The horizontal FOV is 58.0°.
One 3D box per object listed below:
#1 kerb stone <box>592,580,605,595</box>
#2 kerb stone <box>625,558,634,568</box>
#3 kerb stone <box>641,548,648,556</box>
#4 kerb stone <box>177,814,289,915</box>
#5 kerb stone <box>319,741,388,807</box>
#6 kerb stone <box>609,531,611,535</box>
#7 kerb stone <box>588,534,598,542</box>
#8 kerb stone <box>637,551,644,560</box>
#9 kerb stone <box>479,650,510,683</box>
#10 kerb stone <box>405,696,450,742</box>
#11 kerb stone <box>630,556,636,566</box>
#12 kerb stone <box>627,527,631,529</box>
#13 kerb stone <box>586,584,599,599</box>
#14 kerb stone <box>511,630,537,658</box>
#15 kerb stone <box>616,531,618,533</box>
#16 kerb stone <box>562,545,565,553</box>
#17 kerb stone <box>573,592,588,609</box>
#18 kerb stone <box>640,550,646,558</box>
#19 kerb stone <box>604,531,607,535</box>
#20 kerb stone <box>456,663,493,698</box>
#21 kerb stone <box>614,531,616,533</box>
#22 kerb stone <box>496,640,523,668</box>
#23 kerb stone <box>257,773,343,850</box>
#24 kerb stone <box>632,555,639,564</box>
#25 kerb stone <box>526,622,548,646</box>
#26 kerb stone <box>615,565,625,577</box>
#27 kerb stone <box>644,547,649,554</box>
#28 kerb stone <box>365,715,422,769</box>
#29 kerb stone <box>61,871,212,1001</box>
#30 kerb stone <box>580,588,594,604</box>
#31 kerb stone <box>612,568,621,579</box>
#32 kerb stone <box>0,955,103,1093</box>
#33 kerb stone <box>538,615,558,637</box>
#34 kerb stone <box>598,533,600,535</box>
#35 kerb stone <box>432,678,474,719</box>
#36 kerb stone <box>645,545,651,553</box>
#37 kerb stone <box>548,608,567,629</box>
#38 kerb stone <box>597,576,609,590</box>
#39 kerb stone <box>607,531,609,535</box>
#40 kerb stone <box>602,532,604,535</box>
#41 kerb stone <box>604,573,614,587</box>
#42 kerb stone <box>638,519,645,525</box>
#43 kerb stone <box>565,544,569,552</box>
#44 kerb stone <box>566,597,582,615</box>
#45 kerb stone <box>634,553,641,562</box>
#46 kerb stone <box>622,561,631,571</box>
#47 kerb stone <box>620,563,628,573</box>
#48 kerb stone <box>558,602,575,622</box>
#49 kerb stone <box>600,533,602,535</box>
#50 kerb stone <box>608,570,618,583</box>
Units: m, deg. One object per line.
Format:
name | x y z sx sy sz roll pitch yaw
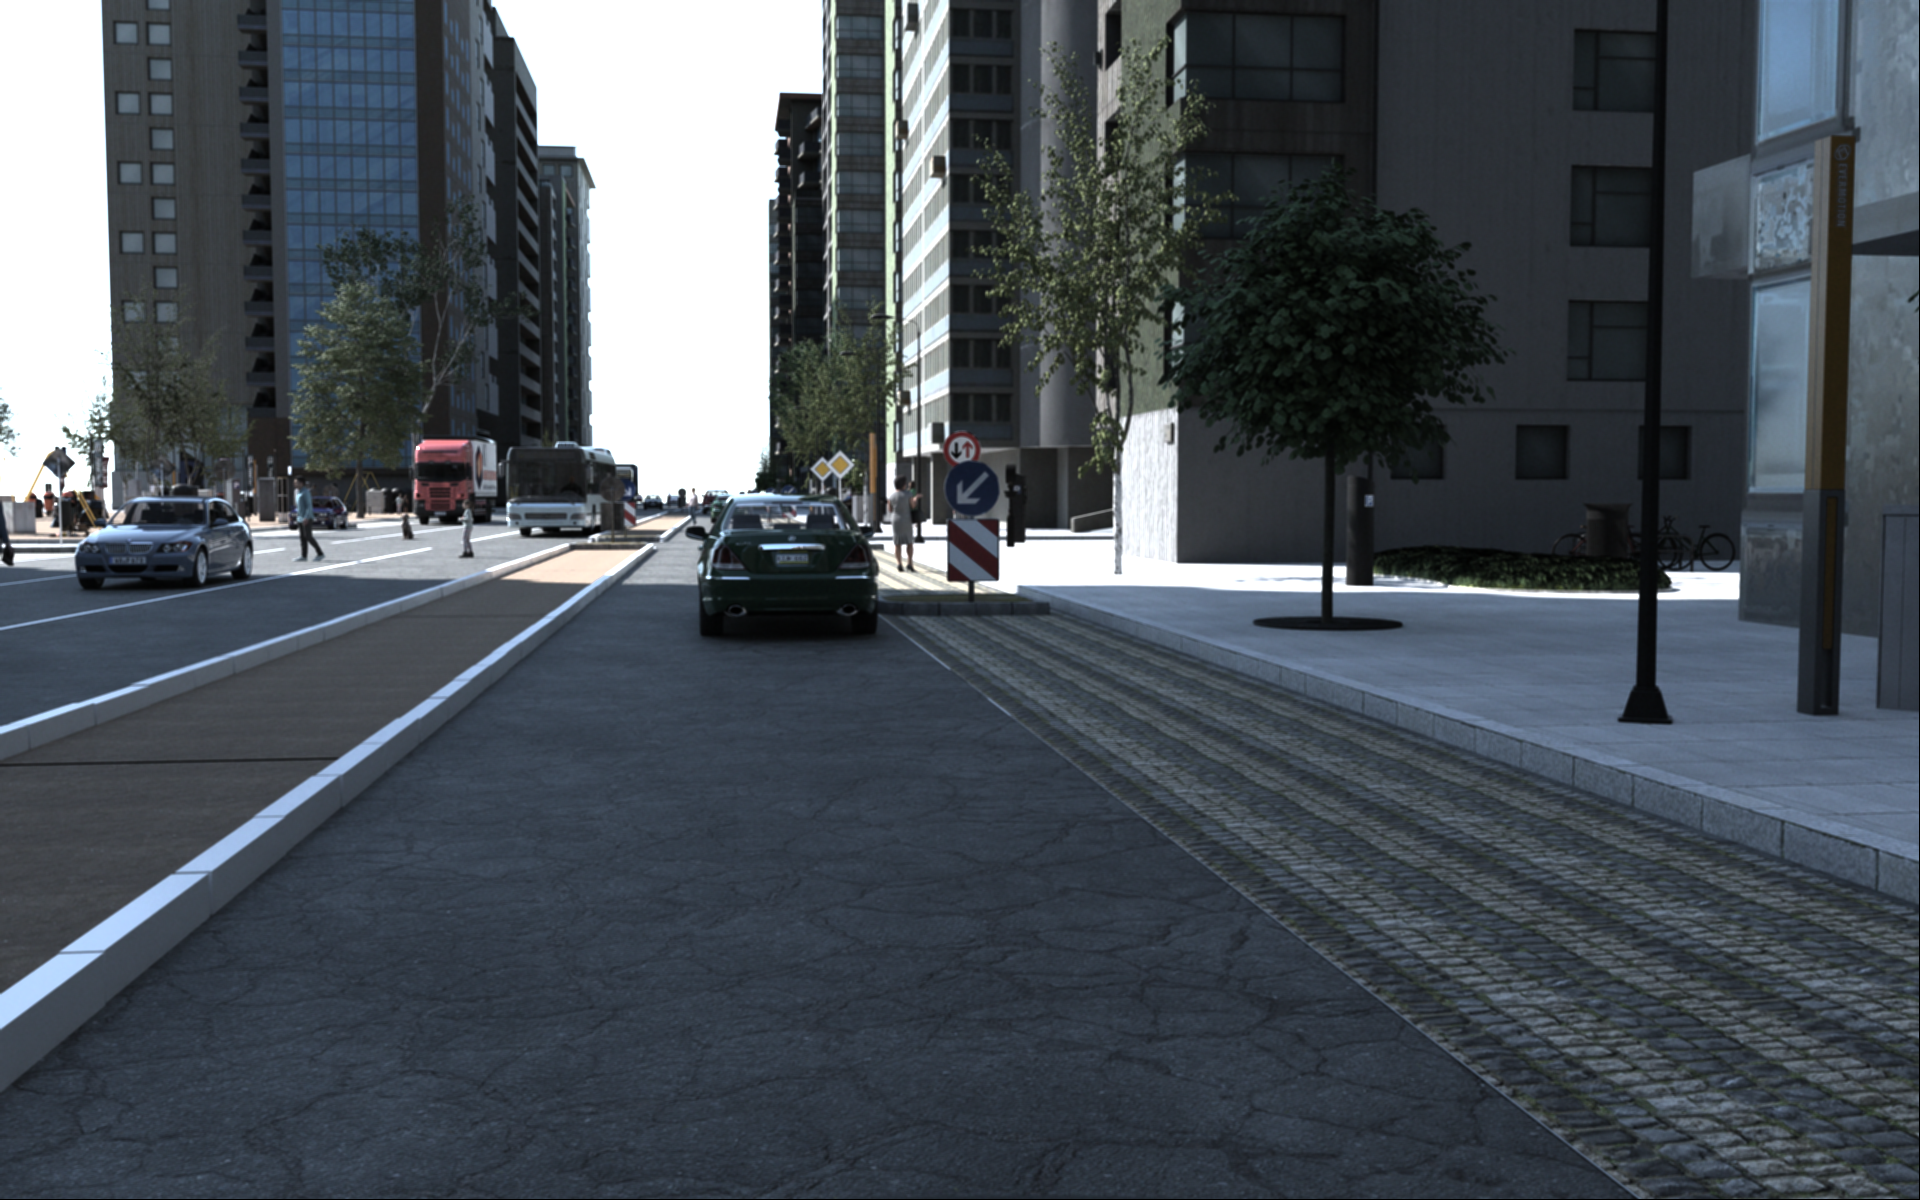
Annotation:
kerb stone | -5.189 -0.151 24.657 0.120 0.150 1.000 0 4 -8
kerb stone | -6.313 -0.647 32.779 0.120 0.150 1.000 0 4 -8
kerb stone | -7.153 -1.021 38.895 0.120 0.150 1.000 0 4 -8
kerb stone | -2.672 0.967 6.382 0.120 0.150 1.000 0 4 -8
kerb stone | -2.950 0.843 8.410 0.120 0.150 1.000 0 4 -8
kerb stone | -11.968 -2.219 58.478 0.120 0.150 1.000 0 4 -8
kerb stone | -11.137 -1.846 52.383 0.120 0.150 1.000 0 4 -8
kerb stone | -6.868 -0.896 36.843 0.120 0.150 1.000 0 4 -8
kerb stone | -3.647 0.532 13.492 0.120 0.150 1.000 0 4 -8
kerb stone | -3.231 0.727 10.449 0.120 0.150 1.000 0 4 -8
kerb stone | -6.450 -0.710 33.799 0.120 0.150 1.000 0 4 -8
kerb stone | -14.217 -3.213 74.726 0.120 0.150 1.000 0 4 -8
kerb stone | -5.059 -0.089 23.643 0.120 0.150 1.000 0 4 -8
kerb stone | -3.928 0.408 15.517 0.120 0.150 1.000 0 4 -8
kerb stone | -12.539 -2.467 62.525 0.120 0.150 1.000 0 4 -8
kerb stone | -9.658 -1.190 41.661 0.120 0.150 1.000 0 4 -8
kerb stone | -4.775 0.037 21.616 0.120 0.150 1.000 0 4 -8
kerb stone | -7.014 -0.955 37.873 0.120 0.150 1.000 0 4 -8
kerb stone | -11.695 -2.094 56.433 0.120 0.150 1.000 0 4 -8
kerb stone | -3.512 0.595 12.475 0.120 0.150 1.000 0 4 -8
kerb stone | -12.384 -2.405 61.515 0.120 0.150 1.000 0 4 -8
kerb stone | -3.797 0.470 14.503 0.120 0.150 1.000 0 4 -8
kerb stone | -2.818 0.905 7.395 0.120 0.150 1.000 0 4 -8
kerb stone | -6.593 -0.770 34.817 0.120 0.150 1.000 0 4 -8
kerb stone | -4.068 0.347 16.532 0.120 0.150 1.000 0 4 -8
kerb stone | -5.889 -0.461 29.740 0.120 0.150 1.000 0 4 -8
kerb stone | -7.300 -1.083 39.914 0.120 0.150 1.000 0 4 -8
kerb stone | -3.092 0.781 9.422 0.120 0.150 1.000 0 4 -8
kerb stone | -2.532 1.030 5.357 0.120 0.150 1.000 0 4 -8
kerb stone | -4.918 -0.025 22.628 0.120 0.150 1.000 0 4 -8
kerb stone | -5.759 -0.395 28.724 0.120 0.150 1.000 0 4 -8
kerb stone | -2.385 1.092 4.345 0.120 0.150 1.000 0 4 -8
kerb stone | -4.206 0.289 17.545 0.120 0.150 1.000 0 4 -8
kerb stone | -11.276 -1.908 53.396 0.120 0.150 1.000 0 4 -8
kerb stone | -3.369 0.660 11.463 0.120 0.150 1.000 0 4 -8
kerb stone | -7.436 -1.144 40.927 0.120 0.150 1.000 0 4 -8
kerb stone | -4.345 0.222 18.558 0.120 0.150 1.000 0 4 -8
kerb stone | -5.338 -0.213 25.673 0.120 0.150 1.000 0 4 -8
kerb stone | -11.832 -2.157 57.465 0.120 0.150 1.000 0 4 -8
kerb stone | -11.555 -2.032 55.421 0.120 0.150 1.000 0 4 -8
kerb stone | -5.468 -0.275 26.688 0.120 0.150 1.000 0 4 -8
kerb stone | -15.474 -3.763 83.858 0.120 0.150 1.000 0 4 -8
kerb stone | -9.798 -1.253 42.682 0.120 0.150 1.000 0 4 -8
kerb stone | -4.630 0.102 20.592 0.120 0.150 1.000 0 4 -8
kerb stone | -6.743 -0.834 35.829 0.120 0.150 1.000 0 4 -8
kerb stone | -6.175 -0.581 31.767 0.120 0.150 1.000 0 4 -8
kerb stone | -6.028 -0.523 30.754 0.120 0.150 1.000 0 4 -8
kerb stone | -4.482 0.161 19.579 0.120 0.150 1.000 0 4 -8
kerb stone | -11.416 -1.970 54.408 0.120 0.150 1.000 0 4 -8
kerb stone | -5.609 -0.337 27.703 0.120 0.150 1.000 0 4 -8
